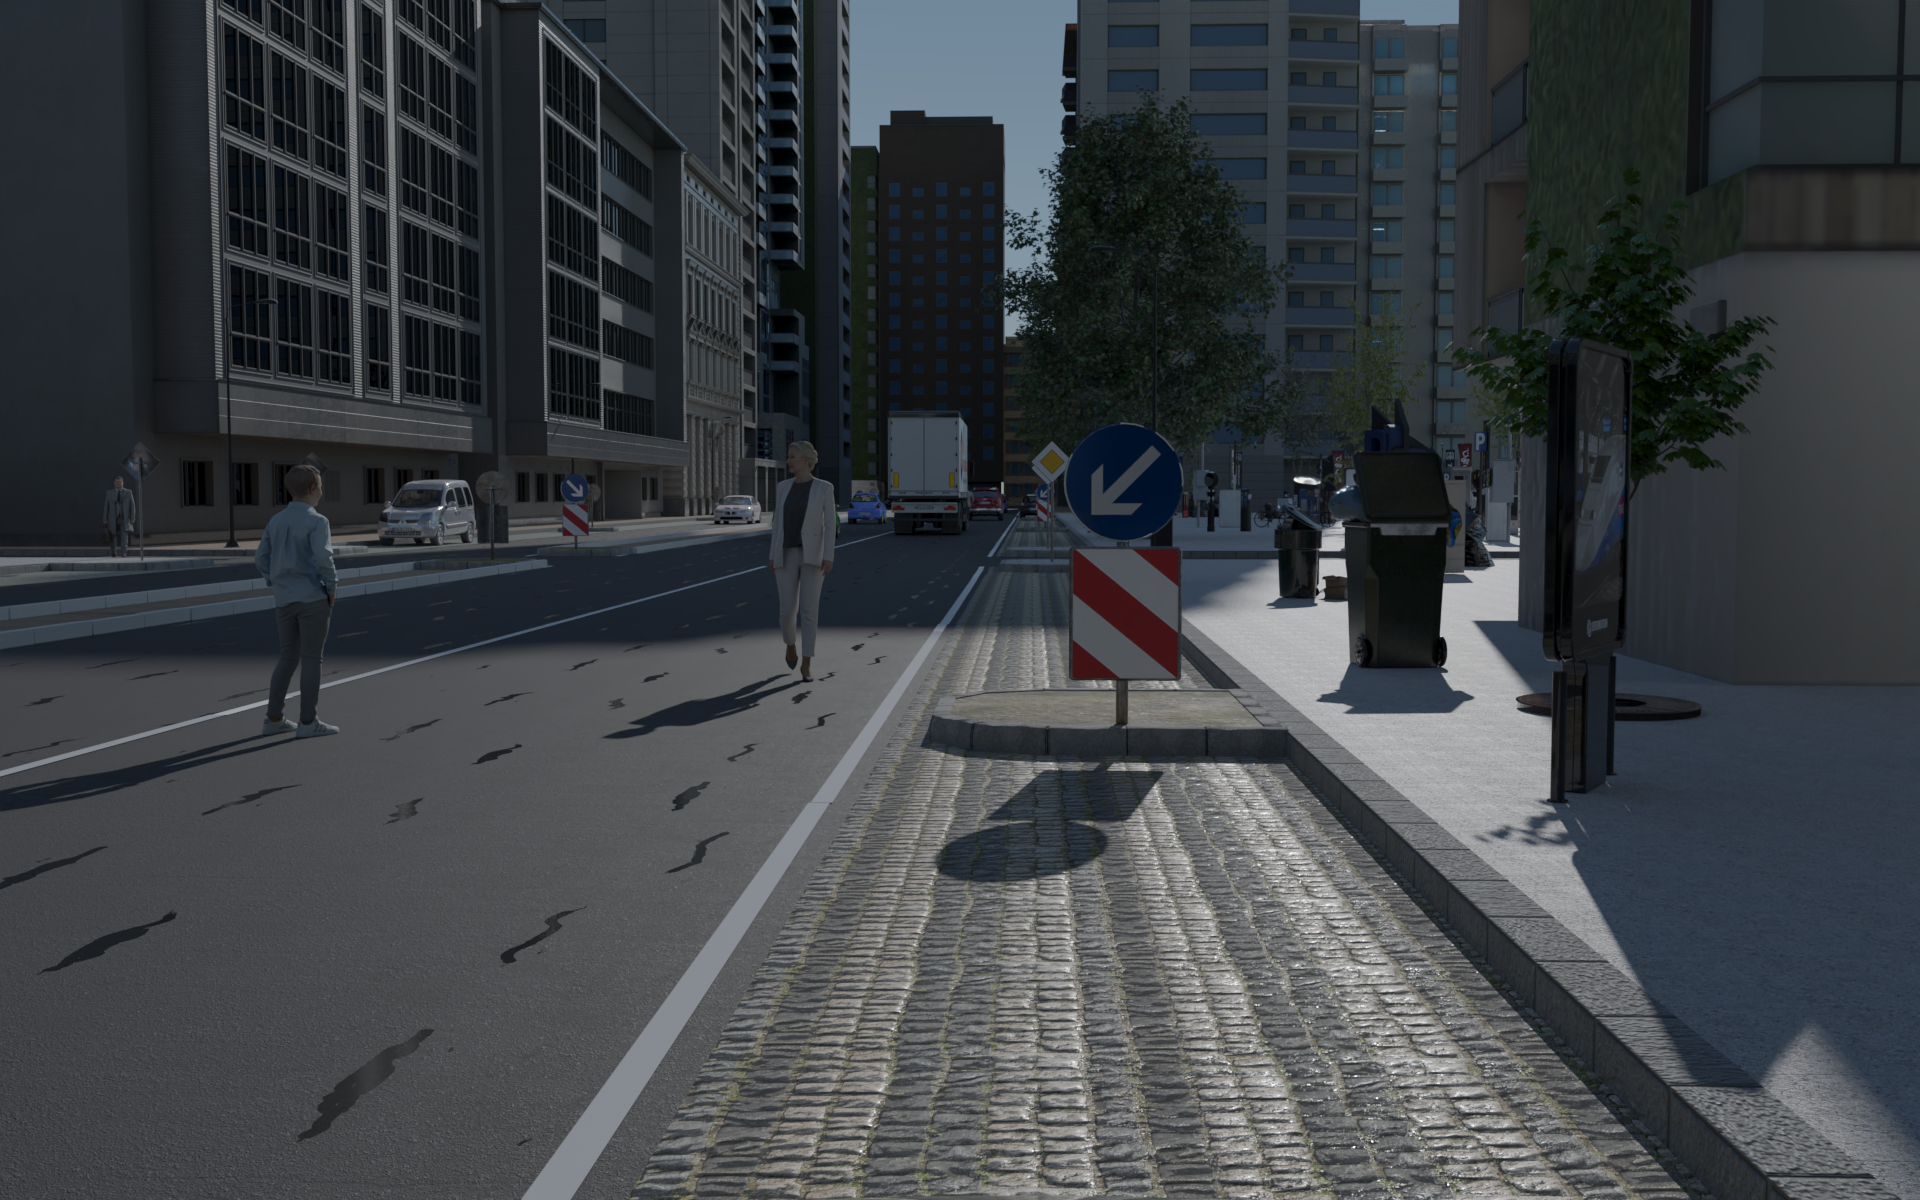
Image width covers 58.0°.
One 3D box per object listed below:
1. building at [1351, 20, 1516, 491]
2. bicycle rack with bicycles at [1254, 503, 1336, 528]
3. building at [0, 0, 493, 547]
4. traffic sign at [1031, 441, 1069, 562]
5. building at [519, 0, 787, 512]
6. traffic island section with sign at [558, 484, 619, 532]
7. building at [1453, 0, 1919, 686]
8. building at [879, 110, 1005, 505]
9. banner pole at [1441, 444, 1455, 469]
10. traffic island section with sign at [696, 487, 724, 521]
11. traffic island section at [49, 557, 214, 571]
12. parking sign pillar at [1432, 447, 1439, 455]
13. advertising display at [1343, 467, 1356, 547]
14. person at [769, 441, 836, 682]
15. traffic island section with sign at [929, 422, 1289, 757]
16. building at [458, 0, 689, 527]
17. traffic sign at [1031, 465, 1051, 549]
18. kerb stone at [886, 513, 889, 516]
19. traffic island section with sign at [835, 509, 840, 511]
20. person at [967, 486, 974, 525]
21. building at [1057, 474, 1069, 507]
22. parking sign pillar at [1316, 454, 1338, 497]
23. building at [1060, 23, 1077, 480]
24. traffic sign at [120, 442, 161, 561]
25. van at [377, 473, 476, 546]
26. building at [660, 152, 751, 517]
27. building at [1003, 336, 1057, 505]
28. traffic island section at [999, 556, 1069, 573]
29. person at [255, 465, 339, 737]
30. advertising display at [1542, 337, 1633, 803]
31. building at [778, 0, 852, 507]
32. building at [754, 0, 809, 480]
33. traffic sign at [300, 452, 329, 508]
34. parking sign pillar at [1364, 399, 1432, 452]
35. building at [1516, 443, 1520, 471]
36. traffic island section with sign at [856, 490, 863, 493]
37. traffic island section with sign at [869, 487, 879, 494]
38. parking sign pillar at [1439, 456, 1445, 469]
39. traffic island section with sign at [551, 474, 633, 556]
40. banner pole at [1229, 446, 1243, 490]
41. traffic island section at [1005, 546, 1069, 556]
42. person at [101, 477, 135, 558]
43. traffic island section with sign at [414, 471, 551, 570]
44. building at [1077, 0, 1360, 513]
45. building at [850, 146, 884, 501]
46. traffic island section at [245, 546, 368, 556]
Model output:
[{"bbox_3d":[41.913,-34.175,178.371,30.456,49.044,23.786,0,4,2],"label":"building"},{"bbox_3d":[13.138,-3.256,66.624,2.925,0.926,2.852,3,4,37],"label":"bicycle rack with bicycles"},{"bbox_3d":[-25.019,-15.896,53.414,14.314,27.812,24.014,0,4,2],"label":"building"},{"bbox_3d":[1.733,-1.774,32.646,0.795,2.450,0.064,0,4,2],"label":"traffic sign"},{"bbox_3d":[-23.616,-42.055,125.855,20.563,71.187,20.611,0,4,2],"label":"building"},{"bbox_3d":[-14.132,-3.518,66.150,1.989,1.847,2.006,0,4,2],"label":"traffic island section with sign"},{"bbox_3d":[12.481,-20.386,16.911,14.154,41.232,14.086,0,4,2],"label":"building"},{"bbox_3d":[-1.824,-33.958,205.329,14.200,45.320,14.600,0,4,2],"label":"building"},{"bbox_3d":[24.077,-5.852,85.701,0.863,3.779,0.401,2,4,34],"label":"banner pole"},{"bbox_3d":[-13.014,-5.165,93.082,1.989,1.847,2.006,0,4,2],"label":"traffic island section with sign"},{"bbox_3d":[-15.819,-0.683,33.452,2.009,0.180,2.903,0,4,2],"label":"traffic island section"},{"bbox_3d":[19.507,-5.217,73.774,1.447,3.967,1.447,1,4,14],"label":"parking sign pillar"},{"bbox_3d":[9.797,-2.254,42.074,0.974,1.923,0.123,0,4,-2],"label":"advertising display"},{"bbox_3d":[-1.231,-0.314,13.517,0.514,1.842,0.818,0,4,-5],"label":"person"},{"bbox_3d":[0.832,-0.106,10.354,1.989,1.847,2.006,0,4,2],"label":"traffic island section with sign"},{"bbox_3d":[-22.653,-16.036,81.251,14.314,24.678,30.058,0,4,2],"label":"building"},{"bbox_3d":[2.064,-2.262,40.624,0.795,2.450,0.064,0,4,2],"label":"traffic sign"},{"bbox_3d":[-4.791,-5.668,114.917,0.120,0.150,1.000,0,4,2],"label":"kerb stone"},{"bbox_3d":[-10.955,-8.227,143.133,1.989,1.847,2.006,0,4,2],"label":"traffic island section with sign"},{"bbox_3d":[0.332,-4.330,79.142,0.661,1.843,0.795,-1,4,-17],"label":"person"},{"bbox_3d":[17.330,-25.208,183.859,14.160,30.474,14.107,0,4,2],"label":"building"},{"bbox_3d":[22.949,-7.322,108.192,1.447,3.967,1.447,2,4,34],"label":"parking sign pillar"},{"bbox_3d":[20.449,-30.975,161.071,22.147,44.769,28.867,0,4,2],"label":"building"},{"bbox_3d":[-15.795,-1.819,33.389,0.795,2.450,0.064,0,4,2],"label":"traffic sign"},{"bbox_3d":[-15.067,-2.567,48.988,2.013,2.044,4.112,0,4,2],"label":"van"},{"bbox_3d":[-19.921,-16.977,106.458,11.050,23.489,19.941,0,4,2],"label":"building"},{"bbox_3d":[20.024,-22.494,212.809,28.899,21.520,27.650,0,4,2],"label":"building"},{"bbox_3d":[1.757,-0.639,32.722,2.009,0.180,2.903,0,4,2],"label":"traffic island section"},{"bbox_3d":[-3.888,0.003,10.259,0.589,1.601,0.330,2,4,33],"label":"person"},{"bbox_3d":[2.729,-0.141,7.523,0.123,1.923,0.974,2,4,34],"label":"advertising display"},{"bbox_3d":[-25.893,-39.142,181.971,28.212,58.520,21.231,0,4,2],"label":"building"},{"bbox_3d":[-24.455,-51.286,151.201,22.319,86.520,31.000,0,4,2],"label":"building"},{"bbox_3d":[-15.465,-2.307,41.368,0.795,2.450,0.064,0,4,2],"label":"traffic sign"},{"bbox_3d":[12.164,-3.658,48.284,1.447,3.967,1.447,0,4,2],"label":"parking sign pillar"},{"bbox_3d":[68.290,-45.258,178.213,20.611,71.187,20.563,0,4,2],"label":"building"},{"bbox_3d":[-9.828,-9.874,170.064,1.989,1.847,2.006,0,4,2],"label":"traffic island section with sign"},{"bbox_3d":[-5.798,-6.590,115.889,2.006,1.907,1.989,0,4,2],"label":"traffic island section with sign"},{"bbox_3d":[26.942,-6.714,98.244,1.447,3.967,1.447,-1,4,-17],"label":"parking sign pillar"},{"bbox_3d":[-8.898,-1.999,40.814,2.006,1.907,1.989,0,4,2],"label":"traffic island section with sign"},{"bbox_3d":[14.163,-6.076,89.353,0.863,3.779,0.401,0,4,6],"label":"banner pole"},{"bbox_3d":[2.087,-1.127,40.700,2.009,0.180,2.903,0,4,2],"label":"traffic island section"},{"bbox_3d":[-18.610,-1.815,38.275,0.694,1.812,0.767,-2,4,-24],"label":"person"},{"bbox_3d":[-9.214,-1.546,33.413,2.006,1.907,1.989,0,4,2],"label":"traffic island section with sign"},{"bbox_3d":[19.404,-36.088,132.035,21.231,58.520,28.212,0,4,2],"label":"building"},{"bbox_3d":[-16.164,-31.982,206.499,14.086,41.232,14.154,0,4,2],"label":"building"},{"bbox_3d":[-15.489,-1.171,41.430,2.009,0.180,2.903,0,4,2],"label":"traffic island section"}]
